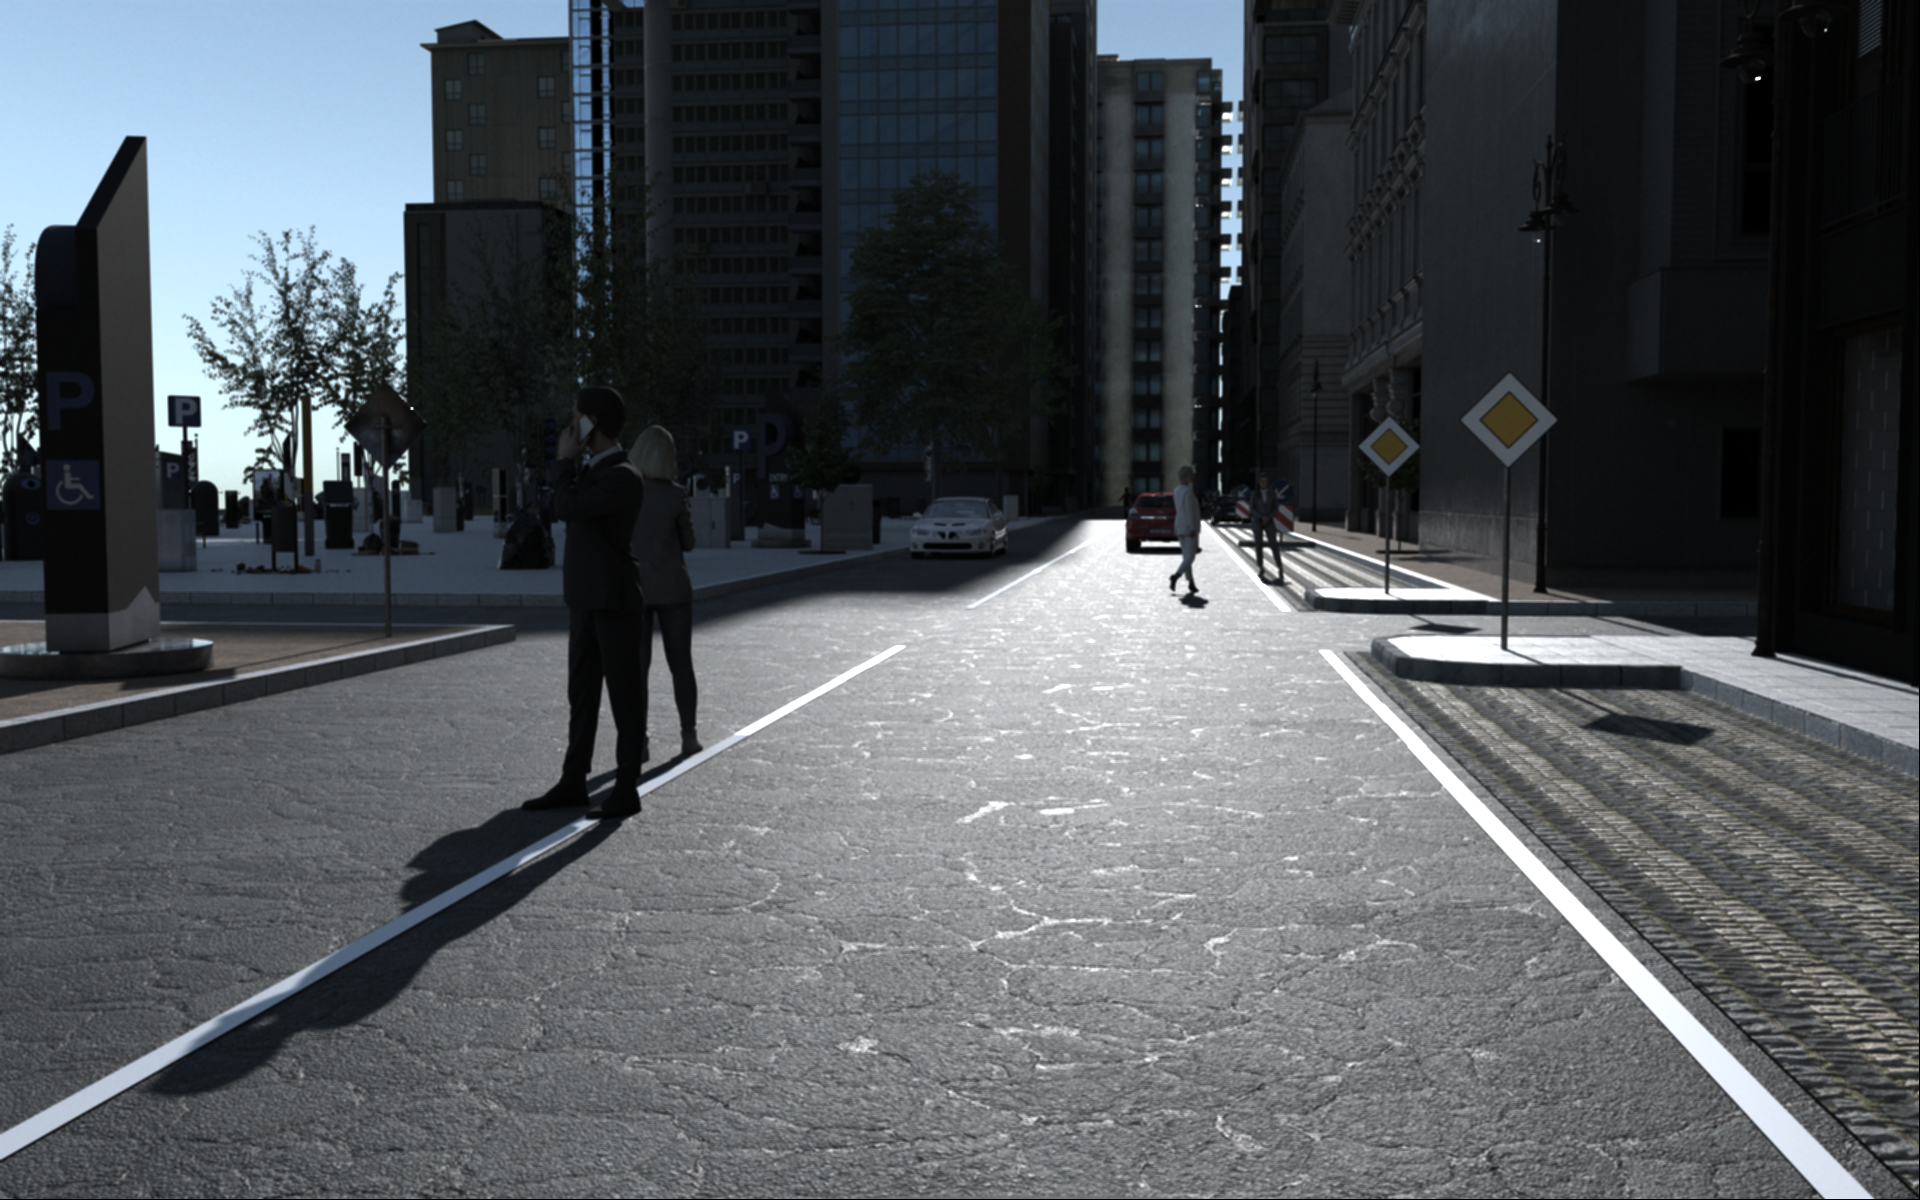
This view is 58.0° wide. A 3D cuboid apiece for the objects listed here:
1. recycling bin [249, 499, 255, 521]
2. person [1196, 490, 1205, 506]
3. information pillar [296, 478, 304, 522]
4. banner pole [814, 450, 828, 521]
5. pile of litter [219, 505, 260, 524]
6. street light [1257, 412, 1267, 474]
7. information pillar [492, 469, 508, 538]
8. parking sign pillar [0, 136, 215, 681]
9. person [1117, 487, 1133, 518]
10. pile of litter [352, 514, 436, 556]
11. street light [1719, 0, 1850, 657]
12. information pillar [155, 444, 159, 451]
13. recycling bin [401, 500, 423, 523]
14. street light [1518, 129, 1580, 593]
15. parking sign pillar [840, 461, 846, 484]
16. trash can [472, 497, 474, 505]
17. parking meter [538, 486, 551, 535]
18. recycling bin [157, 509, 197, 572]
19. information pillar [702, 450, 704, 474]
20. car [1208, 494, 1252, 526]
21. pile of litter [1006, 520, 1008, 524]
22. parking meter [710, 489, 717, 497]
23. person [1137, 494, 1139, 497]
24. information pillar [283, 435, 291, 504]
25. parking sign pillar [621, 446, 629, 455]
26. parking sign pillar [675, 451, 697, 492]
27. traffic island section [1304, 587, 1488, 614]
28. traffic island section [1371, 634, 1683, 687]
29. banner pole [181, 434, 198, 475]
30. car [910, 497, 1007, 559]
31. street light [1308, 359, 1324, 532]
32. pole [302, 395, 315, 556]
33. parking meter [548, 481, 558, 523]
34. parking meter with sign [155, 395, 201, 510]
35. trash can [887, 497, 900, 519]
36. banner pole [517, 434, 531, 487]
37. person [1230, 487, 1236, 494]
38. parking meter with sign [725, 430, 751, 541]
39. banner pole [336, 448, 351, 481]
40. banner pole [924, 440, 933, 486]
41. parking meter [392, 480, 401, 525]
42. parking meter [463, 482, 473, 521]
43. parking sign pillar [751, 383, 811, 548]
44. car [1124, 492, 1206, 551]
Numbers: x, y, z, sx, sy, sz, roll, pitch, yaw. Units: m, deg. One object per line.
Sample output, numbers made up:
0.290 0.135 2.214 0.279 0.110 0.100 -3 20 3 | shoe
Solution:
-33.493 -4.302 82.886 0.722 1.027 0.722 1 4 18 | recycling bin
23.409 -9.810 168.899 1.348 1.823 0.705 1 4 21 | person
-30.631 -4.652 80.555 0.304 2.012 0.304 2 4 33 | information pillar
-6.598 -5.694 83.109 0.863 3.779 0.401 -3 4 -36 | banner pole
-31.113 -3.713 74.671 1.719 0.858 1.176 -1 4 -17 | pile of litter
16.688 -7.525 95.828 0.468 5.910 1.993 0 4 7 | street light
-13.330 -2.798 50.235 0.304 2.012 0.304 3 5 41 | information pillar
-6.214 -1.469 12.498 1.447 3.967 1.447 -1 4 -10 | parking sign pillar
9.845 -5.758 102.600 1.348 1.831 0.705 -3 5 -44 | person
-11.962 -1.388 36.652 1.719 0.858 1.176 -1 4 -16 | pile of litter
6.367 -2.493 13.548 0.468 5.910 1.993 0 4 7 | street light
-37.762 -5.512 81.481 0.183 3.616 0.504 0 4 -8 | information pillar
-24.475 -3.961 77.318 0.722 1.027 0.722 -3 5 -39 | recycling bin
7.583 -3.038 22.456 0.468 5.910 1.993 0 4 7 | street light
-6.707 -6.477 94.374 1.447 3.967 1.447 -1 4 -14 | parking sign pillar
-25.226 -4.706 88.600 0.748 1.137 0.748 0 3 0 | trash can
-12.891 -2.774 53.768 0.372 1.533 0.369 0 3 0 | parking meter
-13.129 -0.988 28.700 0.722 1.027 0.722 0 4 -8 | recycling bin
-13.547 -6.121 91.426 0.183 3.616 0.504 -1 4 -12 | information pillar
12.243 -4.184 78.199 2.009 1.686 4.222 0 4 6 | car
1.512 -3.671 73.993 1.176 0.858 1.719 0 4 8 | pile of litter
-12.705 -4.948 89.314 0.372 1.533 0.369 0 3 0 | parking meter
16.258 -8.893 157.128 0.421 1.427 0.697 -2 4 -31 | person
-25.937 -4.615 66.810 0.183 3.616 0.504 0 4 7 | information pillar
-14.760 -5.279 74.790 1.447 3.967 1.447 -2 4 -31 | parking sign pillar
-14.642 -6.325 91.882 1.447 3.967 1.447 0 4 -2 | parking sign pillar
5.506 0.001 22.260 2.009 0.180 2.903 0 4 7 | traffic island section
4.522 0.486 14.336 2.009 0.180 2.903 0 4 7 | traffic island section
-31.761 -4.990 71.605 0.401 3.779 0.863 3 5 42 | banner pole
0.021 -1.693 40.036 2.083 1.381 4.827 0 4 7 | car
12.148 -5.287 59.229 0.468 5.910 1.993 0 4 7 | street light
-13.503 -2.570 35.869 0.158 3.312 0.155 0 3 0 | pole
-18.118 -4.371 77.174 0.399 1.863 0.255 1 4 10 | parking meter
-14.382 -2.148 31.373 1.738 3.016 0.543 3 5 42 | parking meter with sign
-3.482 -4.859 91.094 0.748 1.137 0.748 0 3 0 | trash can
-18.294 -5.051 72.605 0.863 3.779 0.401 2 4 27 | banner pole
14.103 -4.950 89.548 0.853 1.813 0.709 0 4 -4 | person
-6.182 -3.151 47.773 0.543 3.016 1.738 -1 4 -17 | parking meter with sign
-33.308 -6.329 93.493 0.863 3.779 0.401 -2 4 -25 | banner pole
-1.110 -4.809 68.649 0.863 3.779 0.401 3 4 38 | banner pole
-23.255 -4.020 71.434 0.255 1.863 0.399 0 4 -2 | parking meter
-23.810 -4.776 83.794 0.399 1.863 0.255 0 4 -4 | parking meter
-4.292 -3.243 41.487 1.447 3.967 1.447 -3 5 -45 | parking sign pillar
5.313 -2.207 45.127 2.155 1.783 4.494 1 4 9 | car
